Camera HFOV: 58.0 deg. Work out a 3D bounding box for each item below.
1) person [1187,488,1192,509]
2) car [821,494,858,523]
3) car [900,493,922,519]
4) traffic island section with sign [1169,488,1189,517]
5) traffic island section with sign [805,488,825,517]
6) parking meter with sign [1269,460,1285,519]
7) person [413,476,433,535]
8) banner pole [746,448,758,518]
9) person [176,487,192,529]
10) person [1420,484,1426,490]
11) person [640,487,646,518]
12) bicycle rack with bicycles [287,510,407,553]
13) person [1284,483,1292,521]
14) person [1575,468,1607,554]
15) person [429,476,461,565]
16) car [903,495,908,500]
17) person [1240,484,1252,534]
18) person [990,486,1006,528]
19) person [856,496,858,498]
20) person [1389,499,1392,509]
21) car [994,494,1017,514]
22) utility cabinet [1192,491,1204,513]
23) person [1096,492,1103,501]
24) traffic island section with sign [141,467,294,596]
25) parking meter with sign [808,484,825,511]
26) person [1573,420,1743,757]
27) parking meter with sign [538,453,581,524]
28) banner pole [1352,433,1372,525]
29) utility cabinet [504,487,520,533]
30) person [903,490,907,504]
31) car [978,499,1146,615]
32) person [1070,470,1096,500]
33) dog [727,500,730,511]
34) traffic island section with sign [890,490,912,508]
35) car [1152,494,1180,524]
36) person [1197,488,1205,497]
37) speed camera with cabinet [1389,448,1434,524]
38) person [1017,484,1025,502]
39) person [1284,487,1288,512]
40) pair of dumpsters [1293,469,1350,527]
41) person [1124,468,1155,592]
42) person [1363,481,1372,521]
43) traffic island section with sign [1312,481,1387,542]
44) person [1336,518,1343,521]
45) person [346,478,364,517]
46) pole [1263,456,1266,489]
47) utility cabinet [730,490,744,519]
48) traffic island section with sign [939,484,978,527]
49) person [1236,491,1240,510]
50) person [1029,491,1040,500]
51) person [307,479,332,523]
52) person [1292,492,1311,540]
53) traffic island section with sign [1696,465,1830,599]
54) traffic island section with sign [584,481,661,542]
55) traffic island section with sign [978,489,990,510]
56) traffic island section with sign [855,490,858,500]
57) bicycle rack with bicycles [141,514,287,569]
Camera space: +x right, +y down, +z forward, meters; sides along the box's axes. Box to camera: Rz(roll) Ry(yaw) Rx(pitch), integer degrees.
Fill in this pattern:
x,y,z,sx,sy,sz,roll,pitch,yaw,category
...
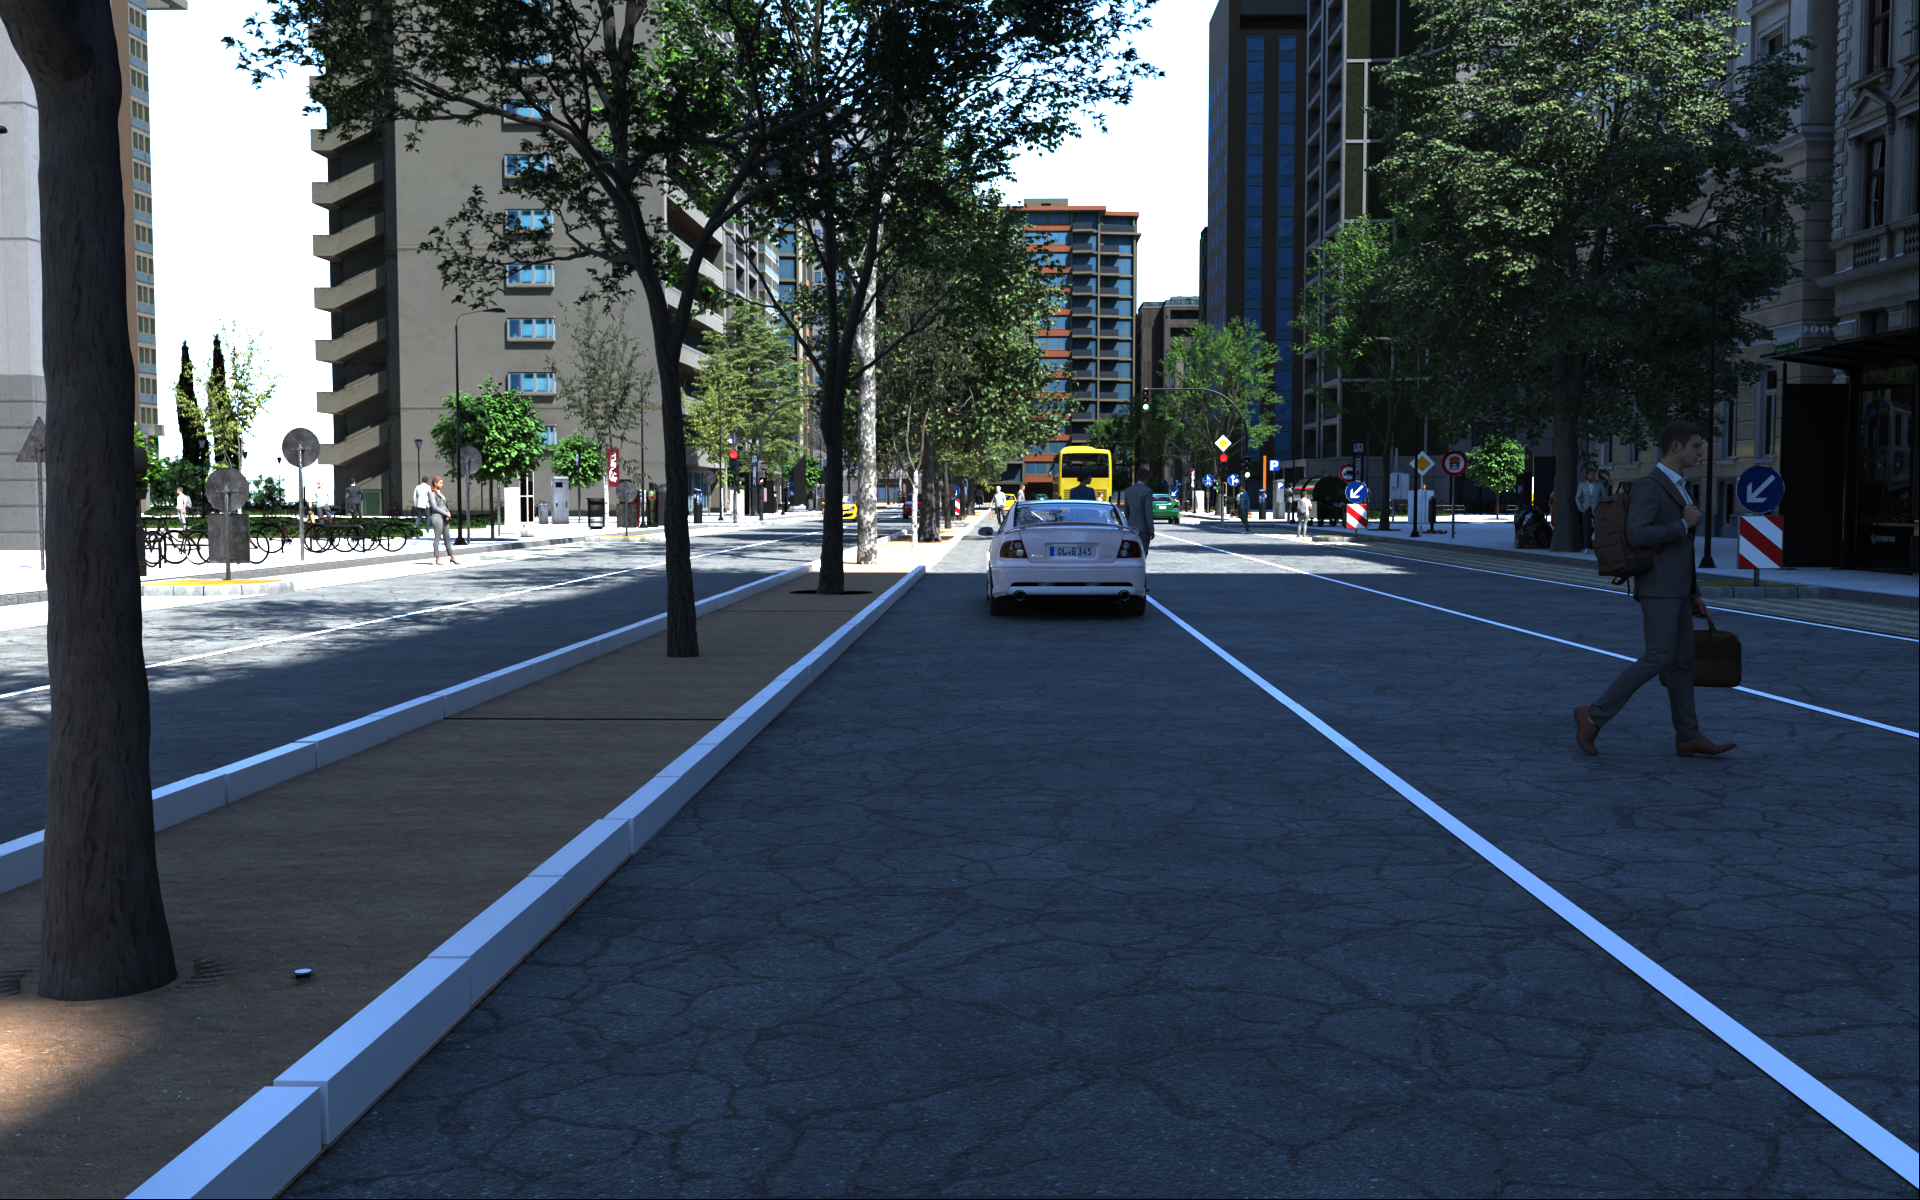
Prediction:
x,y,z,sx,sy,sz,roll,pitch,yaw,category
20.087,-8.898,151.375,0.795,1.843,0.661,2,4,31,person
-5.978,-4.760,88.057,2.015,1.641,3.980,0,4,2,car
-2.387,-5.618,100.896,2.155,1.783,4.494,0,4,0,car
13.216,-6.082,108.064,1.989,1.847,2.006,0,4,2,traffic island section with sign
-8.523,-6.050,107.550,1.989,1.847,2.006,0,4,2,traffic island section with sign
16.189,-5.621,88.162,0.543,3.016,1.738,0,4,-5,parking meter with sign
-16.714,-2.936,53.897,0.661,1.843,0.795,1,4,12,person
-11.212,-6.340,93.680,0.863,3.779,0.401,3,5,42,banner pole
-25.949,-3.008,57.818,0.503,1.515,0.523,0,4,4,person
24.211,-5.163,90.436,0.794,1.824,0.713,0,4,3,person
-17.316,-5.390,94.377,0.606,1.804,0.583,-1,4,-23,person
-13.734,-1.534,38.467,2.925,0.926,2.852,0,3,0,bicycle rack with bicycles
15.666,-4.649,82.238,0.473,1.802,0.592,-1,4,-11,person
13.612,-1.924,37.346,0.661,1.843,0.795,2,4,24,person
-10.322,-1.586,34.708,0.573,1.790,0.520,-1,4,-8,person
-4.370,-9.557,165.293,2.155,1.783,4.494,0,4,1,car
10.312,-3.280,62.467,0.444,1.785,0.601,0,4,8,person
1.619,-3.975,73.980,0.782,1.767,0.515,1,4,23,person
-13.121,-13.160,222.130,0.541,1.710,0.530,-1,4,-17,person
25.877,-6.025,104.655,0.850,1.850,0.679,0,4,7,person
3.438,-7.192,127.811,2.015,1.641,3.980,0,4,2,car
15.784,-6.486,114.727,0.318,1.500,1.173,2,4,35,utility cabinet
5.609,-3.595,69.869,0.503,1.515,0.523,3,5,42,person
-10.813,-1.004,25.036,1.989,1.847,2.006,0,4,2,traffic island section with sign
-10.559,-8.180,130.004,1.738,3.016,0.543,-1,4,-20,parking meter with sign
3.827,-0.062,9.477,0.822,1.834,0.622,2,4,28,person
-17.081,-4.745,73.840,1.738,3.016,0.543,-2,4,-25,parking meter with sign
16.560,-4.976,71.376,0.863,3.779,0.401,2,4,27,banner pole
-14.410,-2.896,56.035,0.318,1.500,1.173,0,4,5,utility cabinet
-7.599,-13.984,234.812,0.705,1.807,1.348,2,4,34,person
1.272,-0.580,21.846,2.083,1.381,4.827,0,3,0,car
2.005,-1.220,28.478,0.581,1.822,0.654,3,5,44,person
-17.689,-7.203,132.153,0.513,0.831,0.800,1,4,11,dog
-6.392,-10.768,184.677,1.989,1.847,2.006,0,4,2,traffic island section with sign
9.672,-4.449,84.538,2.131,1.459,4.920,0,4,1,car
22.200,-9.484,161.121,1.348,1.822,0.705,3,4,37,person
19.350,-4.885,74.213,0.660,3.252,2.038,-2,4,-35,speed camera with cabinet
2.393,-3.606,67.574,0.853,1.813,0.709,0,4,-1,person
22.795,-7.029,121.210,0.600,1.795,0.529,-1,4,-18,person
14.486,-4.092,69.394,1.574,2.255,4.437,0,4,1,pair of dumpsters
2.628,-1.026,25.397,0.853,1.813,0.709,-3,5,-44,person
19.080,-4.676,81.852,0.648,1.900,0.474,-2,4,-29,person
11.668,-2.659,52.108,1.989,1.847,2.006,0,4,2,traffic island section with sign
17.696,-4.591,81.590,0.515,1.767,0.782,-2,4,-33,person
-24.030,-3.875,68.768,0.648,1.900,0.474,-3,5,-39,person
16.140,-5.992,91.804,0.158,3.312,0.155,0,3,0,pole
-11.171,-4.774,86.738,0.318,1.500,1.173,1,4,15,utility cabinet
-0.303,-4.540,82.367,2.006,1.907,1.989,0,4,2,traffic island section with sign
20.231,-7.147,125.492,0.503,1.515,0.523,1,4,9,person
8.437,-11.495,196.458,1.348,1.823,0.705,-1,4,-13,person
-20.751,-3.032,56.110,0.782,1.767,0.515,-1,4,-16,person
10.722,-2.640,54.265,0.503,1.515,0.523,-2,4,-28,person
10.898,-0.974,24.557,1.989,1.847,2.006,0,4,2,traffic island section with sign
-10.067,-2.652,51.981,1.989,1.847,2.006,0,4,2,traffic island section with sign
1.766,-9.134,157.477,2.006,1.907,1.989,0,4,2,traffic island section with sign
-7.781,-7.719,134.835,1.989,1.847,2.006,0,4,2,traffic island section with sign
-14.359,-1.086,31.143,2.925,0.926,2.852,2,4,23,bicycle rack with bicycles
